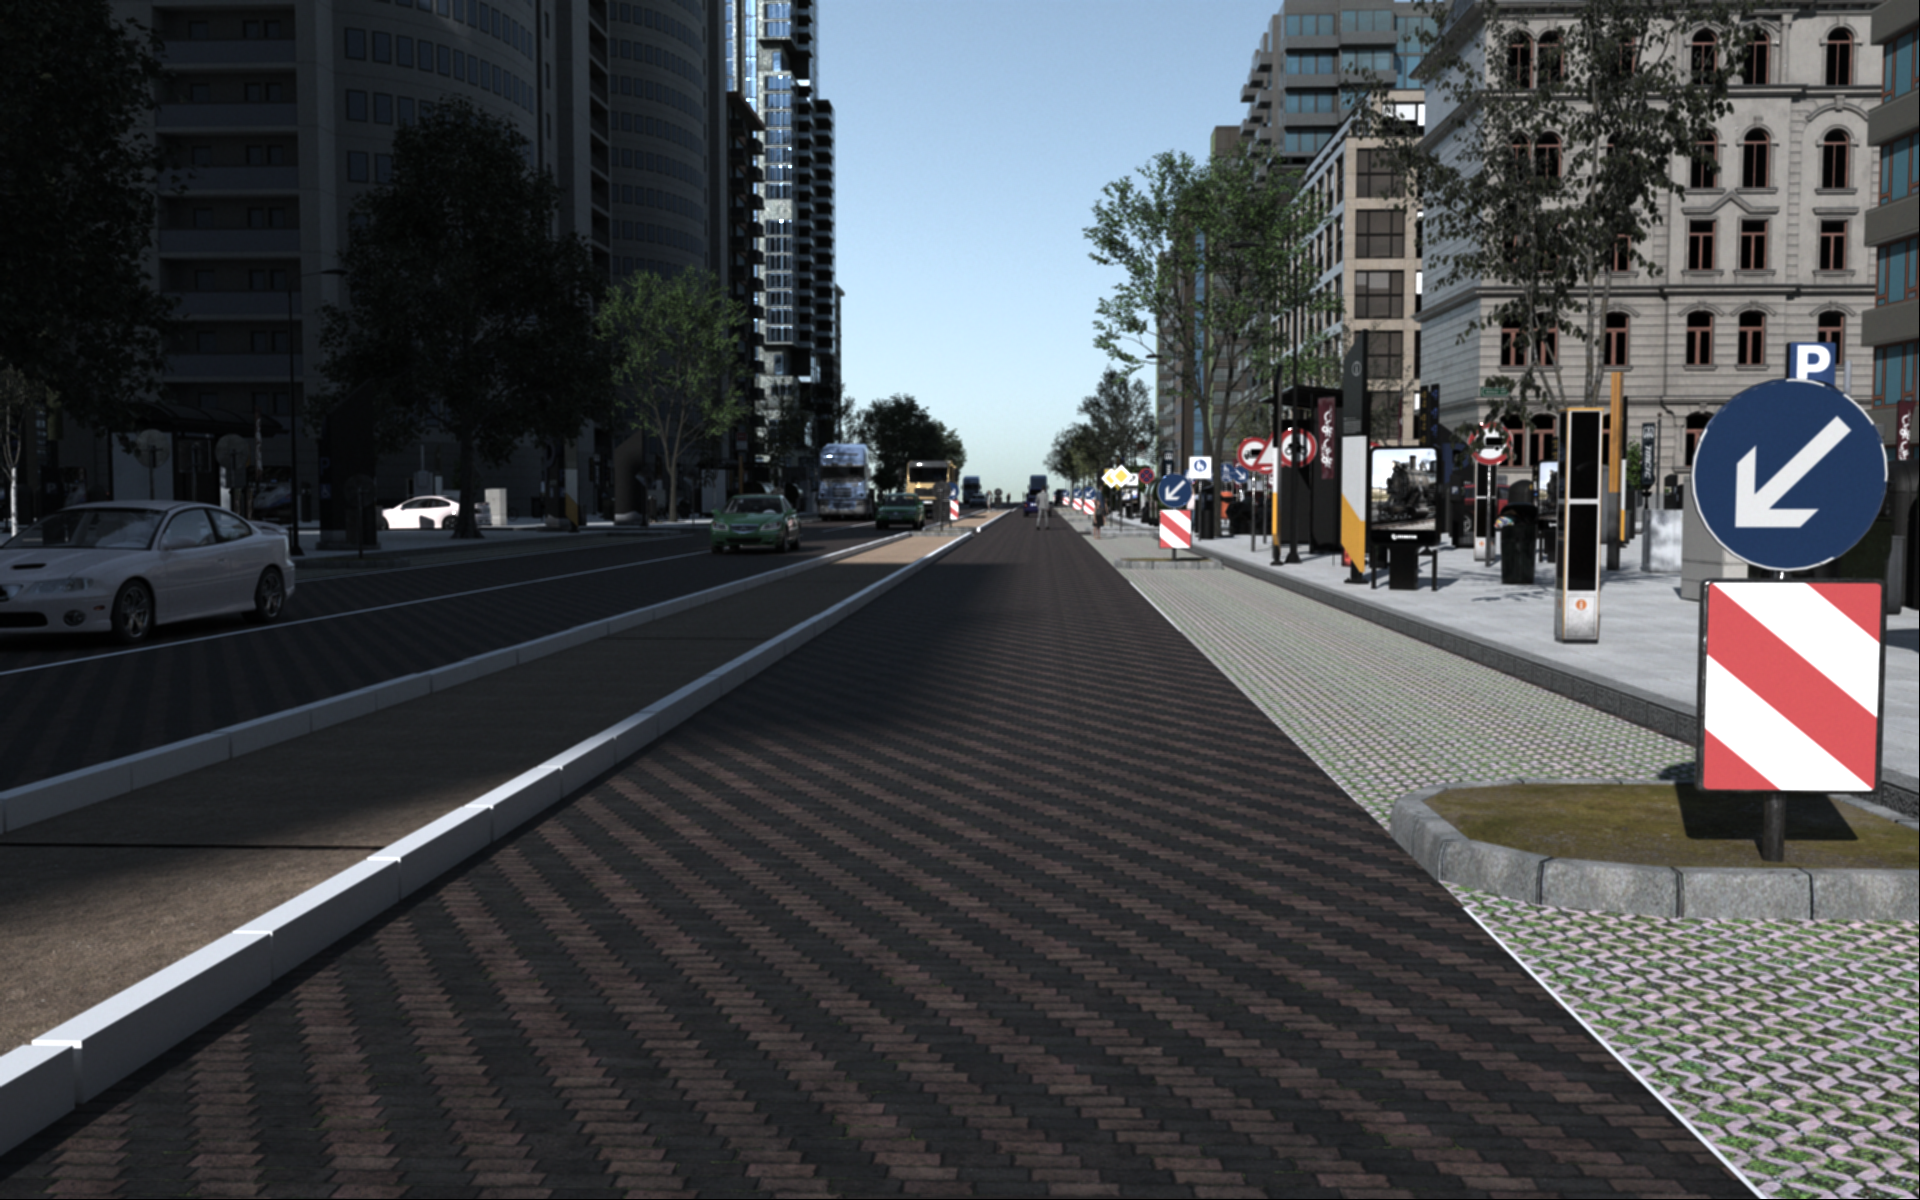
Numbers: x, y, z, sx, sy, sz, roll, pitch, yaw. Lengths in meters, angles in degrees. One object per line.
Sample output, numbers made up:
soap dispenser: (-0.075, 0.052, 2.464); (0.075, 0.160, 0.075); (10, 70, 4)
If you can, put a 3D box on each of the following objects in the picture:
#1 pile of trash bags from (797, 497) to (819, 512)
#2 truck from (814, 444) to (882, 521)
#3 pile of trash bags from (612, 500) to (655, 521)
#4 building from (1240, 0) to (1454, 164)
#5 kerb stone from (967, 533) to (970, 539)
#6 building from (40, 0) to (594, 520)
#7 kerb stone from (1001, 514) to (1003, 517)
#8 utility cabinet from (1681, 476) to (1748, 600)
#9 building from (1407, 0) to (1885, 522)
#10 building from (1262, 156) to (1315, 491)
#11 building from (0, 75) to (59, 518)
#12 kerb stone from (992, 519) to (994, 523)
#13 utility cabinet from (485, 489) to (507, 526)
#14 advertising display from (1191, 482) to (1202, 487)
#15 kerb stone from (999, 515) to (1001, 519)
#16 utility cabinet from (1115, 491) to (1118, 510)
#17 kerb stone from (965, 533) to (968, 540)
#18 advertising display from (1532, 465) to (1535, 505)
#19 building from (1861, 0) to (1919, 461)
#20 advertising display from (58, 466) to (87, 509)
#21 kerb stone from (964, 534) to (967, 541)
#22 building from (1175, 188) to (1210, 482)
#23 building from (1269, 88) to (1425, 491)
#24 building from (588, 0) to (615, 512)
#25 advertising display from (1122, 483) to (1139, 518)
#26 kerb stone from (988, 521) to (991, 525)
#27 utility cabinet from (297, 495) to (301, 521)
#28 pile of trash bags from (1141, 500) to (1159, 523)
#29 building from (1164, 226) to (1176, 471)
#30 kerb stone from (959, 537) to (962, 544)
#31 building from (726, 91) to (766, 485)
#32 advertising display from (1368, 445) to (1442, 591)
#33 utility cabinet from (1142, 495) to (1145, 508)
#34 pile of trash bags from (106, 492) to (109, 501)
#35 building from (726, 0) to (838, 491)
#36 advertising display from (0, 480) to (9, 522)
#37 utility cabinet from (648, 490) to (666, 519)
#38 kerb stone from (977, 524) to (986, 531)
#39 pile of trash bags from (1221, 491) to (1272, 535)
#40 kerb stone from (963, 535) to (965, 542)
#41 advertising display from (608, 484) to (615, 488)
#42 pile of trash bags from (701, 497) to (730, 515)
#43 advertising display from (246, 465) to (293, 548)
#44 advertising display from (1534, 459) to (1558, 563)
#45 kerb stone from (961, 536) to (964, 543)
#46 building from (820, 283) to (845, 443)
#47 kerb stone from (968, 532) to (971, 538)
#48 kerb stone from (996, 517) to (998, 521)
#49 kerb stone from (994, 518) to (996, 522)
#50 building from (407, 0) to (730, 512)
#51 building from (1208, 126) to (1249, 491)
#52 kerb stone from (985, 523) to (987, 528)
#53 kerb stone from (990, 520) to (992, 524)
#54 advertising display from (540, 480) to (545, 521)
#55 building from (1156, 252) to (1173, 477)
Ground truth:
pile of trash bags: (-11.142, -6.994, 124.107); (1.912, 1.369, 3.447); (1, 4, 18)
truck: (-5.955, -6.633, 98.215); (2.967, 4.110, 18.799); (0, 4, 1)
pile of trash bags: (-15.528, -4.393, 81.585); (1.912, 1.369, 3.447); (0, 4, 4)
building: (39.791, -33.800, 172.242); (23.786, 49.044, 30.456); (0, 4, 3)
kerb stone: (0.154, -1.923, 53.733); (0.120, 0.150, 1.000); (0, 4, 3)
building: (-34.758, -33.940, 96.920); (21.231, 58.520, 28.212); (0, 4, 3)
kerb stone: (2.273, -4.775, 100.327); (0.120, 0.150, 1.000); (0, 4, 3)
utility cabinet: (8.935, -0.722, 20.483); (0.318, 1.500, 1.173); (0, 4, 1)
building: (35.292, -18.213, 85.178); (23.554, 28.519, 14.401); (0, 4, 3)
building: (33.228, -23.179, 150.680); (14.160, 30.474, 14.107); (0, 4, 3)
building: (-65.563, -47.692, 92.435); (31.000, 86.520, 22.319); (0, 4, 3)
kerb stone: (1.384, -3.587, 80.847); (0.120, 0.150, 1.000); (0, 4, 3)
utility cabinet: (-18.595, -3.711, 69.349); (0.318, 1.500, 1.173); (-3, 5, -44)
advertising display: (12.600, -5.406, 93.598); (0.974, 1.923, 0.123); (-1, 4, -10)
kerb stone: (2.040, -4.464, 95.187); (0.120, 0.150, 1.000); (0, 4, 3)
utility cabinet: (12.789, -8.101, 141.127); (0.318, 1.500, 1.173); (-1, 4, -15)
kerb stone: (0.099, -1.866, 52.706); (0.120, 0.150, 1.000); (0, 4, 3)
advertising display: (12.592, -1.928, 36.737); (0.123, 1.923, 0.974); (-3, 5, -40)
building: (35.965, -11.219, 28.468); (27.650, 21.520, 28.899); (0, 4, 3)
advertising display: (-20.898, -2.178, 40.829); (0.123, 1.923, 0.974); (0, 4, 4)
kerb stone: (0.052, -1.804, 51.684); (0.120, 0.150, 1.000); (0, 4, 3)
building: (38.253, -36.518, 247.172); (14.600, 45.320, 14.200); (0, 4, 3)
building: (34.022, -19.504, 123.401); (19.350, 26.468, 34.151); (0, 4, 3)
building: (-35.134, -42.244, 128.935); (20.563, 71.187, 20.611); (0, 4, 3)
advertising display: (9.089, -5.357, 92.797); (0.974, 1.923, 0.123); (1, 4, 21)
kerb stone: (1.150, -3.270, 75.734); (0.120, 0.150, 1.000); (0, 4, 3)
utility cabinet: (-31.895, -4.405, 83.177); (0.306, 1.237, 1.020); (-2, 4, -31)
pile of trash bags: (9.616, -4.076, 76.403); (3.447, 1.369, 1.912); (1, 4, 15)
building: (43.631, -39.743, 269.413); (23.786, 49.044, 30.456); (0, 4, 3)
kerb stone: (-0.085, -1.615, 48.599); (0.120, 0.150, 1.000); (0, 4, 3)
building: (-33.009, -32.491, 185.846); (22.147, 44.769, 28.867); (0, 4, 3)
advertising display: (5.941, -1.097, 23.150); (0.974, 1.923, 0.123); (3, 4, 37)
utility cabinet: (9.221, -4.391, 82.955); (1.020, 1.237, 0.306); (3, 4, 39)
pile of trash bags: (-69.382, -8.144, 142.912); (1.912, 1.369, 3.447); (3, 5, 41)
building: (-29.059, -57.704, 256.124); (22.319, 86.520, 31.000); (0, 4, 3)
advertising display: (-44.498, -4.588, 80.227); (0.974, 1.923, 0.123); (1, 4, 16)
utility cabinet: (-15.673, -4.887, 88.589); (1.173, 1.500, 0.318); (-1, 4, -17)
kerb stone: (0.864, -2.899, 69.597); (0.120, 0.150, 1.000); (0, 4, 3)
pile of trash bags: (9.311, -2.801, 55.552); (1.912, 1.369, 3.447); (-2, 4, -27)
kerb stone: (0.004, -1.740, 50.663); (0.120, 0.150, 1.000); (0, 4, 3)
advertising display: (-23.251, -6.766, 115.842); (0.123, 1.923, 0.974); (3, 5, 43)
pile of trash bags: (-14.745, -5.789, 104.397); (1.912, 1.369, 3.447); (-1, 4, -21)
advertising display: (-15.616, -2.079, 39.209); (0.974, 1.923, 0.123); (-2, 4, -30)
advertising display: (11.101, -1.650, 32.196); (0.123, 1.923, 0.974); (-1, 4, -22)
kerb stone: (-0.043, -1.678, 49.636); (0.120, 0.150, 1.000); (0, 4, 3)
building: (-32.537, -36.311, 285.562); (32.217, 40.220, 23.993); (0, 4, 3)
kerb stone: (0.193, -1.991, 54.755); (0.120, 0.150, 1.000); (0, 4, 3)
kerb stone: (1.711, -4.026, 88.018); (0.120, 0.150, 1.000); (0, 4, 3)
kerb stone: (1.569, -3.838, 84.945); (0.120, 0.150, 1.000); (0, 4, 3)
building: (-33.973, -37.597, 156.706); (21.231, 58.520, 28.212); (0, 4, 3)
building: (34.975, -31.290, 195.179); (14.154, 41.232, 14.086); (0, 4, 3)
kerb stone: (0.920, -2.962, 70.617); (0.120, 0.150, 1.000); (0, 4, 3)
kerb stone: (1.243, -3.400, 77.778); (0.120, 0.150, 1.000); (0, 4, 3)
advertising display: (-19.151, -4.635, 80.999); (0.974, 1.923, 0.123); (0, 4, 4)
building: (40.099, -37.246, 292.565); (14.154, 41.232, 14.086); (0, 4, 3)
